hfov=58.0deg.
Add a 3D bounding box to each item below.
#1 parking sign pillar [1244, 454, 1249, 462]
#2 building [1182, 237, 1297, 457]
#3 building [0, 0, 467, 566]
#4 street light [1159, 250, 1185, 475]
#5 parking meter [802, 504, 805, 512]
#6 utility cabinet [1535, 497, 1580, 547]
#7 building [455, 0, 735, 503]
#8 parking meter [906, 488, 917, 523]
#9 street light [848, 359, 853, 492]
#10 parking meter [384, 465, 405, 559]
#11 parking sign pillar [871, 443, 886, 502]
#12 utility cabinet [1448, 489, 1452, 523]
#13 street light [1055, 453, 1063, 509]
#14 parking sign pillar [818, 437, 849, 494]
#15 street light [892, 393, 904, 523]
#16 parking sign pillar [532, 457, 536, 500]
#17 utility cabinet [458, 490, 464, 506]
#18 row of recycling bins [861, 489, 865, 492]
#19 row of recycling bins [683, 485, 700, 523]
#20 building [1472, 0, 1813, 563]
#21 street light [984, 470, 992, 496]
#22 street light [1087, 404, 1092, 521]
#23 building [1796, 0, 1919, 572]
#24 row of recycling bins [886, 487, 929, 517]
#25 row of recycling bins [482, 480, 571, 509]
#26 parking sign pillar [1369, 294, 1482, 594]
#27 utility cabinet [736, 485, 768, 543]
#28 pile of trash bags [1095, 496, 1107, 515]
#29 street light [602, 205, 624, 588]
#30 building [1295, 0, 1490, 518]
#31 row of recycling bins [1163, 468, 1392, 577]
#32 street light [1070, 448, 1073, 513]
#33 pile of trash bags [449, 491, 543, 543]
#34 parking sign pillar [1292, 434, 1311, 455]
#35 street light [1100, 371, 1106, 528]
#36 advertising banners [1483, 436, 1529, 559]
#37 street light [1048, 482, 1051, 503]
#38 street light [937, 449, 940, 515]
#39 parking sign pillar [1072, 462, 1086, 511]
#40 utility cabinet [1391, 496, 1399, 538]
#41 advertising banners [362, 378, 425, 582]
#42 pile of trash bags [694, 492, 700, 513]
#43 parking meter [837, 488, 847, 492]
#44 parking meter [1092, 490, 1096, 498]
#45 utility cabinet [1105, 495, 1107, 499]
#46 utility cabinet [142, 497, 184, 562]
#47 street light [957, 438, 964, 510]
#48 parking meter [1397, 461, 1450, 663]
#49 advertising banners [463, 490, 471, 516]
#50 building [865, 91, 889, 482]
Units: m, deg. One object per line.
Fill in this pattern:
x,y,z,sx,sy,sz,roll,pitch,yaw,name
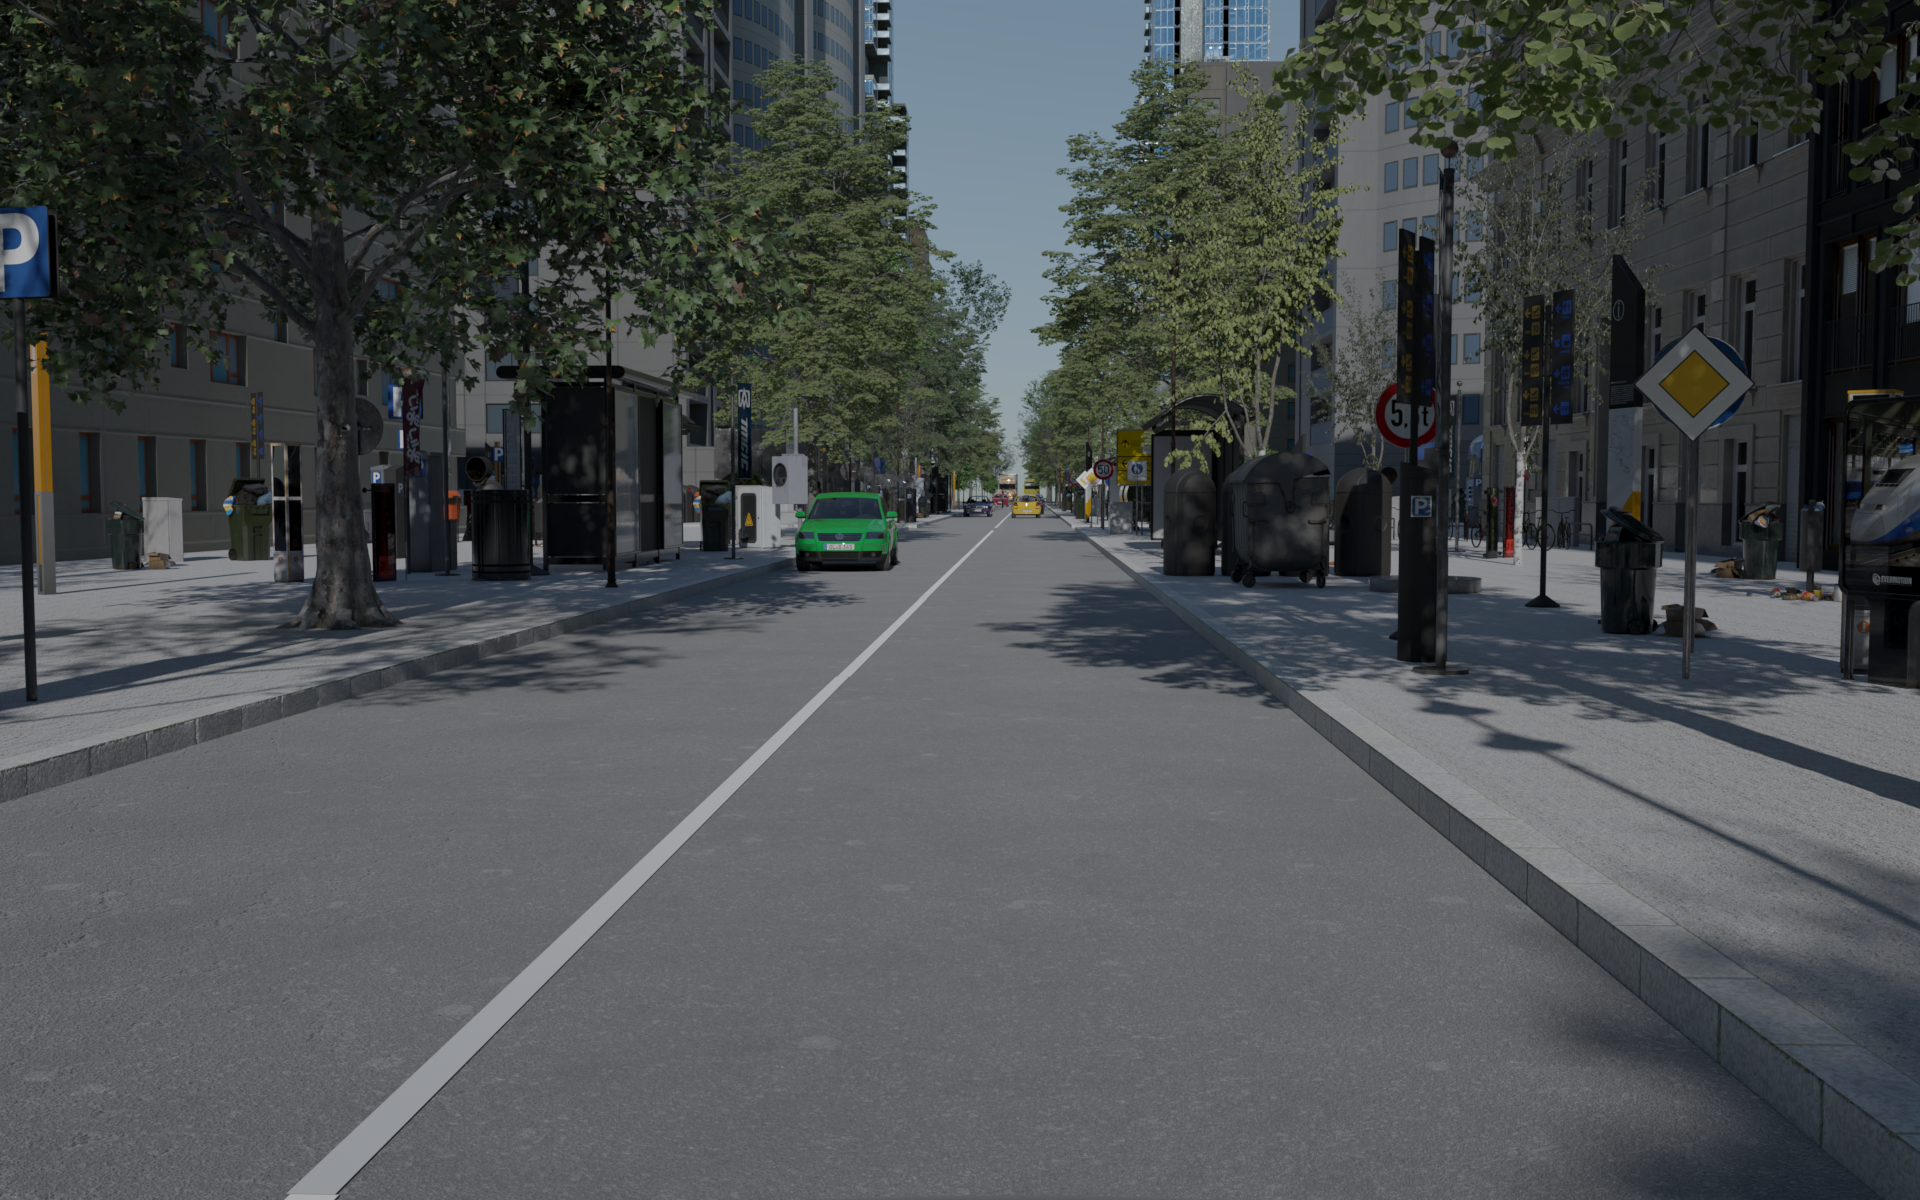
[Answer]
19.211,-7.666,113.804,1.447,3.967,1.447,1,4,12,parking sign pillar
31.096,-17.468,130.636,27.650,21.520,28.899,0,4,2,building
-31.127,-12.097,42.829,28.899,21.520,27.650,0,4,2,building
4.058,-3.677,32.907,0.468,5.910,1.993,0,4,2,street light
-9.057,-5.694,101.501,0.372,1.533,0.369,0,3,0,parking meter
14.612,-1.910,42.383,0.306,1.237,1.020,-3,5,-43,utility cabinet
-21.693,-40.361,98.155,20.563,71.187,20.611,0,4,2,building
-2.147,-4.272,78.252,0.372,1.533,0.369,0,3,0,parking meter
-3.545,-5.077,55.797,0.468,5.910,1.993,0,4,2,street light
-11.226,-1.755,34.401,0.255,1.863,0.399,1,4,12,parking meter
-4.344,-6.359,92.443,1.447,3.967,1.447,1,4,15,parking sign pillar
21.389,-4.137,76.325,0.318,1.500,1.173,2,4,25,utility cabinet
9.292,-11.477,160.429,0.468,5.910,1.993,0,4,2,street light
-5.536,-5.430,77.251,1.447,3.967,1.447,3,5,42,parking sign pillar
-2.701,-6.286,75.561,0.468,5.910,1.993,0,4,2,street light
-22.423,-6.136,88.789,1.447,3.967,1.447,1,4,23,parking sign pillar
-24.339,-4.736,86.108,1.173,1.500,0.318,-2,4,-25,utility cabinet
-6.545,-8.316,143.084,3.534,1.692,1.069,-1,4,-20,row of recycling bins
-12.457,-4.262,76.800,1.069,1.692,3.534,1,4,11,row of recycling bins
21.474,-14.930,41.376,12.463,27.353,25.104,0,4,2,building
3.703,-16.003,234.431,0.468,5.910,1.993,0,4,2,street light
6.224,-6.794,83.878,0.468,5.910,1.993,0,4,2,street light
20.269,-11.706,21.069,12.332,23.373,15.834,0,4,2,building
-3.301,-5.473,96.596,3.534,1.692,1.069,-3,4,-37,row of recycling bins
-12.389,-2.670,50.769,3.534,1.692,1.069,0,4,-3,row of recycling bins
6.149,-2.099,22.795,1.447,3.967,1.447,1,4,12,parking sign pillar
-5.336,-2.194,44.545,0.318,1.500,1.173,-3,4,-37,utility cabinet
8.643,-5.969,107.338,3.447,1.369,1.912,3,5,44,pile of trash bags
-4.787,-3.109,23.625,0.468,5.910,1.993,0,4,2,street light
33.743,-33.692,92.860,28.212,58.520,21.231,0,4,2,building
4.978,-1.228,27.193,3.534,1.692,1.069,0,4,3,row of recycling bins
7.515,-8.790,116.508,0.468,5.910,1.993,0,4,2,street light
-12.777,-2.287,47.146,1.912,1.369,3.447,2,4,30,pile of trash bags
15.276,-5.470,77.901,1.447,3.967,1.447,-1,4,-16,parking sign pillar
5.365,-5.647,65.109,0.468,5.910,1.993,0,4,2,street light
11.050,-2.364,34.841,0.090,3.025,2.074,3,5,42,advertising banners
11.927,-15.412,224.767,0.468,5.910,1.993,0,4,2,street light
-1.362,-8.302,108.523,0.468,5.910,1.993,0,4,2,street light
8.608,-8.129,121.385,1.447,3.967,1.447,-3,5,-40,parking sign pillar
13.114,-2.444,51.128,1.020,1.237,0.306,-3,5,-43,utility cabinet
-8.465,-1.783,25.333,0.090,3.025,2.074,1,4,21,advertising banners
-12.439,-4.335,80.637,3.447,1.369,1.912,3,4,36,pile of trash bags
-4.570,-3.590,67.110,0.372,1.533,0.369,0,3,0,parking meter
9.341,-6.826,120.009,0.372,1.533,0.369,0,3,0,parking meter
12.364,-8.204,145.303,0.306,1.237,1.020,-1,4,-14,utility cabinet
-15.140,-1.331,32.918,1.020,1.237,0.306,3,5,40,utility cabinet
-0.073,-10.269,140.693,0.468,5.910,1.993,0,4,2,street light
3.561,-0.299,13.307,0.372,1.533,0.369,0,3,0,parking meter
-18.837,-4.310,66.664,2.074,3.025,0.090,-1,4,-17,advertising banners
-19.836,-35.435,203.071,21.300,48.544,21.600,0,4,2,building
